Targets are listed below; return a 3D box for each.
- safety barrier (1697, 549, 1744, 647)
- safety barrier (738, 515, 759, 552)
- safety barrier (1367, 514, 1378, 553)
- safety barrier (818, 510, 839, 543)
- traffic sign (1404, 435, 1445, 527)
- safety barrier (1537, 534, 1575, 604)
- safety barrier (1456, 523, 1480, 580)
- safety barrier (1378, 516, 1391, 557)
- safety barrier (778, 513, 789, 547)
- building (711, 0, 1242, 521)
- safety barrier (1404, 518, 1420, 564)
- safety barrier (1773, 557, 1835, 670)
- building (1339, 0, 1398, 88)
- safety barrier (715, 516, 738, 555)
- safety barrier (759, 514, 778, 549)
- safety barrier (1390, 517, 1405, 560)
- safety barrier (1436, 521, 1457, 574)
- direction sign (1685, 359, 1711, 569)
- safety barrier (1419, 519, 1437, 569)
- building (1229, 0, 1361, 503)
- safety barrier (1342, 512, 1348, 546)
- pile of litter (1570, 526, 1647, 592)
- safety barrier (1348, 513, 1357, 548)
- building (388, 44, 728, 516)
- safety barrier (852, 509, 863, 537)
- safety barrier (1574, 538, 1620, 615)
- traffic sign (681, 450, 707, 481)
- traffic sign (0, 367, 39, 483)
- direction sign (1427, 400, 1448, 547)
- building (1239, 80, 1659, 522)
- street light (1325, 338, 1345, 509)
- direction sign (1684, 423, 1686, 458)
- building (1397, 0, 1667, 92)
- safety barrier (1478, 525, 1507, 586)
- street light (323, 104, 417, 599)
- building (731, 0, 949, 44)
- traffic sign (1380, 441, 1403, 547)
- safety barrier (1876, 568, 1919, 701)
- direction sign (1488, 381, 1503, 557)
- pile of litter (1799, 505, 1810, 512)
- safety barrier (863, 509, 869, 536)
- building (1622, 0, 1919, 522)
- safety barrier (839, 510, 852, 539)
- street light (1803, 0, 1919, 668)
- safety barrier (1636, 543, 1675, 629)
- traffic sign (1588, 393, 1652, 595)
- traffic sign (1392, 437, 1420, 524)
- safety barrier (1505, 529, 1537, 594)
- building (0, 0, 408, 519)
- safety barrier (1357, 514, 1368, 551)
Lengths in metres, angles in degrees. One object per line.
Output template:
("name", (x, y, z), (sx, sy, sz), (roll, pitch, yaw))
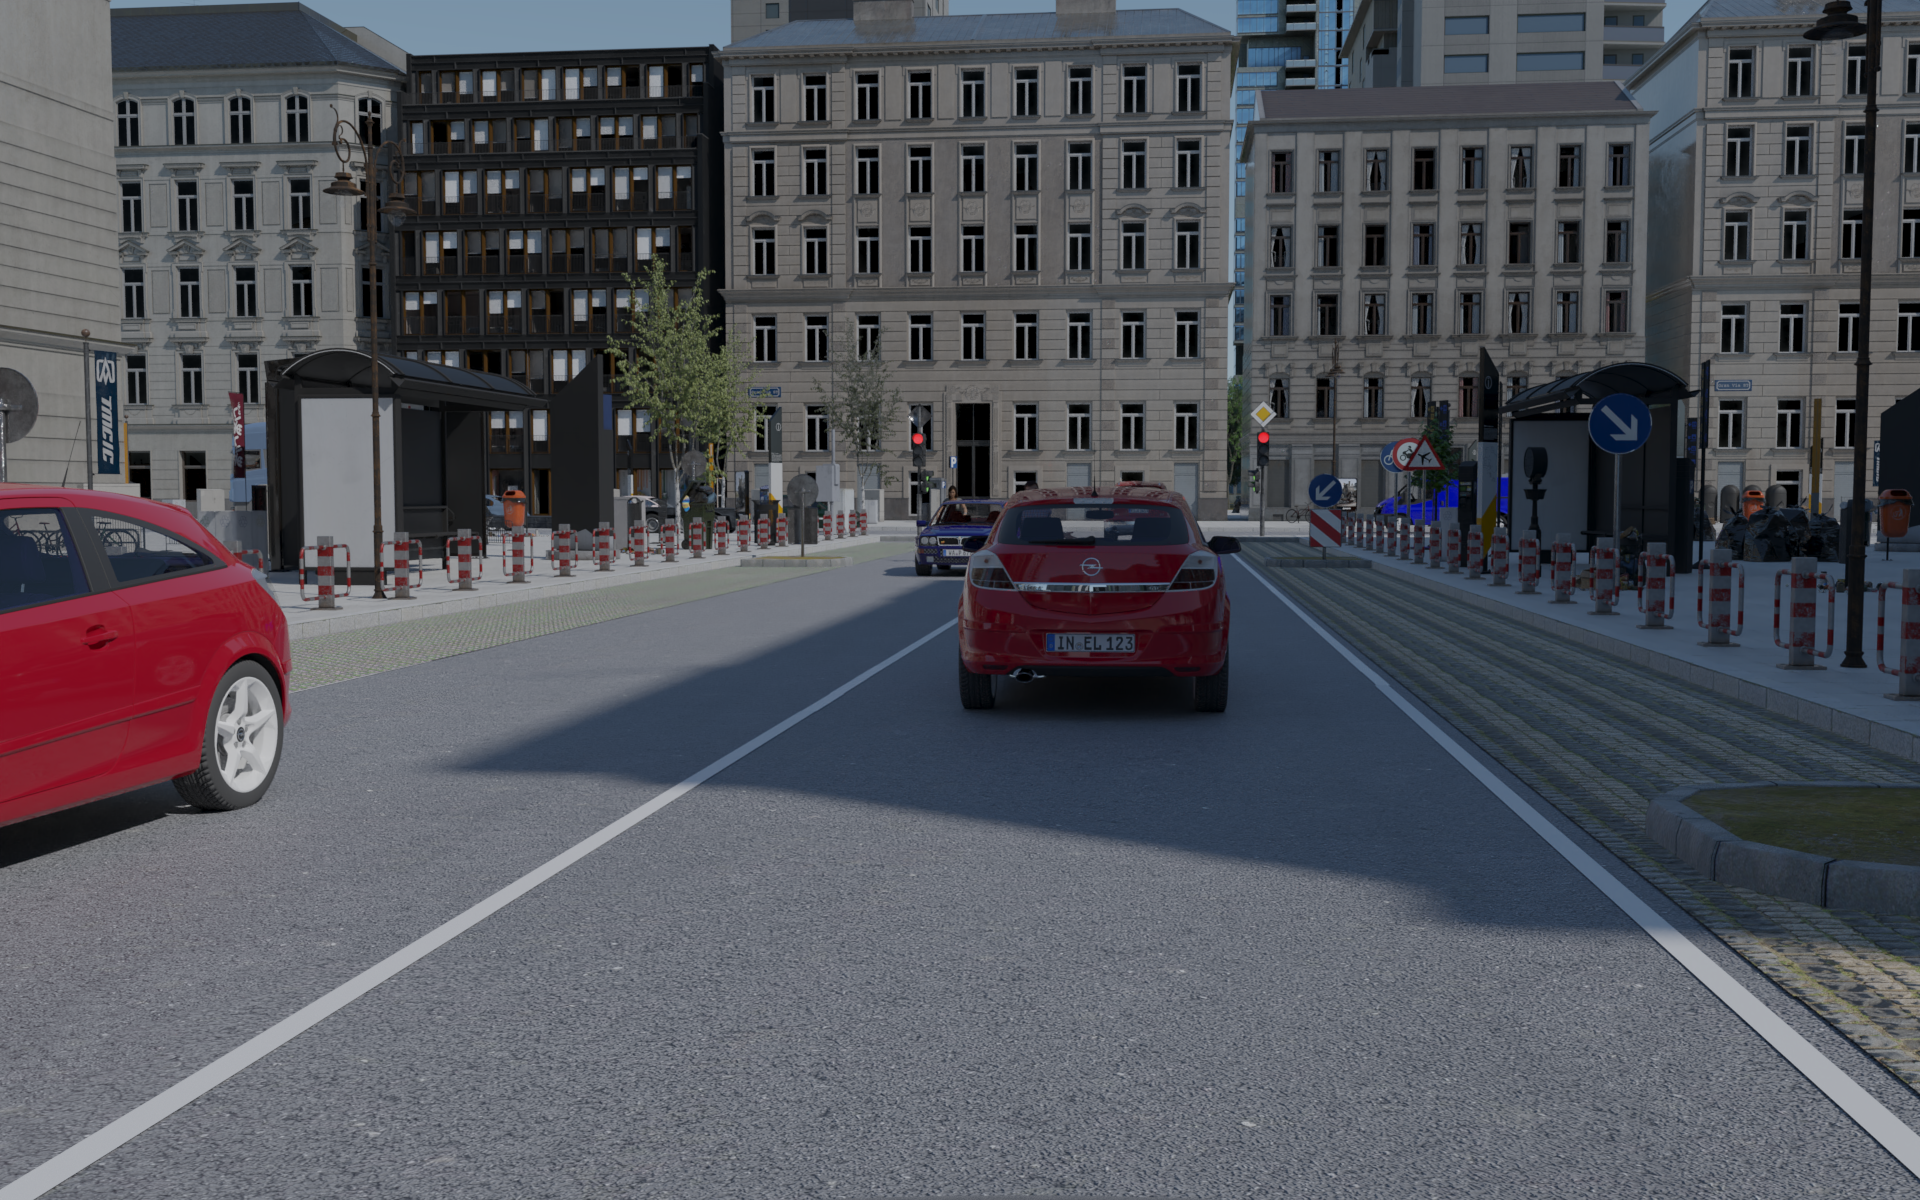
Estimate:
("safety barrier", (6.404, -0.020, 14.595), (0.300, 0.817, 1.120), (0, 4, 7))
("safety barrier", (-4.770, -1.466, 38.240), (0.300, 0.817, 1.120), (0, 4, 7))
("safety barrier", (9.089, -1.419, 37.475), (0.300, 0.817, 1.120), (0, 4, 7))
("safety barrier", (-3.648, -2.049, 47.775), (0.300, 0.817, 1.120), (0, 4, 7))
("traffic sign", (10.185, -2.325, 38.014), (0.884, 2.594, 0.081), (1, 4, 16))
("safety barrier", (7.074, -0.369, 20.310), (0.300, 0.817, 1.120), (0, 4, 7))
("safety barrier", (7.747, -0.720, 26.039), (0.300, 0.817, 1.120), (0, 4, 7))
("safety barrier", (8.864, -1.302, 35.559), (0.300, 0.817, 1.120), (0, 4, 7))
("safety barrier", (-4.321, -1.700, 42.064), (0.300, 0.817, 1.120), (0, 4, 7))
("building", (1.261, -17.782, 87.996), (25.104, 27.353, 12.463), (0, 4, 7))
("safety barrier", (8.417, -1.069, 31.751), (0.300, 0.817, 1.120), (0, 4, 7))
("safety barrier", (6.177, 0.097, 12.692), (0.300, 0.817, 1.120), (0, 4, 7))
("building", (54.785, -36.060, 178.826), (28.713, 52.752, 27.495), (0, 4, 7))
("safety barrier", (-4.995, -1.348, 36.315), (0.300, 0.817, 1.120), (0, 4, 7))
("safety barrier", (-4.544, -1.583, 40.153), (0.300, 0.817, 1.120), (0, 4, 7))
("safety barrier", (8.644, -1.185, 33.654), (0.300, 0.817, 1.120), (0, 4, 7))
("safety barrier", (7.971, -0.836, 27.943), (0.300, 0.817, 1.120), (0, 4, 7))
("direction sign", (12.700, -2.300, 29.599), (0.379, 3.537, 0.876), (1, 4, 16))
("safety barrier", (8.195, -0.952, 29.847), (0.300, 0.817, 1.120), (0, 4, 7))
("building", (50.838, -57.136, 246.846), (31.000, 86.520, 22.319), (0, 4, 7))
("safety barrier", (9.761, -1.769, 43.200), (0.300, 0.817, 1.120), (0, 4, 7))
("pile of litter", (8.770, -0.584, 23.520), (1.176, 0.858, 1.719), (3, 5, 41))
("safety barrier", (9.538, -1.652, 41.291), (0.300, 0.817, 1.120), (0, 4, 7))
("building", (-19.520, -15.956, 90.562), (15.834, 23.373, 12.332), (0, 4, 7))
("safety barrier", (-3.200, -2.283, 51.595), (0.300, 0.817, 1.120), (0, 4, 7))
("safety barrier", (6.847, -0.253, 18.404), (0.300, 0.817, 1.120), (0, 4, 7))
("traffic sign", (-7.752, -3.078, 50.432), (0.768, 2.556, 0.104), (1, 4, 10))
("traffic sign", (-9.617, -1.058, 17.410), (0.768, 2.556, 0.104), (0, 4, 8))
("direction sign", (11.591, -3.066, 42.123), (0.379, 3.537, 0.876), (-1, 4, -17))
("building", (22.950, -14.382, 84.295), (18.267, 20.994, 9.793), (0, 4, 7))
("street light", (11.108, -4.808, 51.401), (0.468, 5.910, 1.993), (0, 4, 7))
("direction sign", (21.607, -3.653, 51.725), (0.379, 3.537, 0.876), (-2, 4, -30))
("building", (48.883, -37.269, 151.347), (21.231, 58.520, 28.212), (0, 4, 7))
("safety barrier", (7.522, -0.603, 24.134), (0.300, 0.817, 1.120), (0, 4, 7))
("street light", (-7.129, -2.954, 21.088), (0.468, 5.910, 1.993), (0, 4, 7))
("building", (-12.437, -45.952, 189.563), (20.611, 71.187, 20.563), (0, 4, 7))
("traffic sign", (10.532, -2.553, 41.841), (0.768, 2.556, 0.104), (1, 4, 14))
("safety barrier", (5.957, 0.213, 10.787), (0.300, 0.817, 1.120), (0, 4, 7))
("direction sign", (10.987, -2.647, 35.268), (0.379, 3.537, 0.876), (1, 4, 19))
("pile of litter", (31.765, -3.151, 65.489), (1.176, 0.858, 1.719), (-2, 4, -32))
("safety barrier", (-2.977, -2.399, 53.499), (0.300, 0.817, 1.120), (0, 4, 7))
("building", (45.967, -17.463, 82.778), (25.104, 27.353, 12.463), (0, 4, 7))
("safety barrier", (-3.423, -2.165, 49.678), (0.300, 0.817, 1.120), (0, 4, 7))
("street light", (6.628, -2.439, 12.666), (0.468, 5.910, 1.993), (0, 4, 7))
("safety barrier", (6.628, -0.136, 16.499), (0.300, 0.817, 1.120), (0, 4, 7))
("traffic sign", (8.355, -1.339, 22.003), (0.768, 2.556, 0.104), (1, 4, 10))
("traffic sign", (10.116, -2.381, 39.032), (0.768, 2.556, 0.104), (1, 4, 13))
("safety barrier", (7.298, -0.486, 22.217), (0.300, 0.817, 1.120), (0, 4, 7))
("building", (-49.152, -19.593, 96.759), (44.131, 29.872, 17.030), (0, 4, 7))
("safety barrier", (9.317, -1.536, 39.387), (0.300, 0.817, 1.120), (0, 4, 7))
